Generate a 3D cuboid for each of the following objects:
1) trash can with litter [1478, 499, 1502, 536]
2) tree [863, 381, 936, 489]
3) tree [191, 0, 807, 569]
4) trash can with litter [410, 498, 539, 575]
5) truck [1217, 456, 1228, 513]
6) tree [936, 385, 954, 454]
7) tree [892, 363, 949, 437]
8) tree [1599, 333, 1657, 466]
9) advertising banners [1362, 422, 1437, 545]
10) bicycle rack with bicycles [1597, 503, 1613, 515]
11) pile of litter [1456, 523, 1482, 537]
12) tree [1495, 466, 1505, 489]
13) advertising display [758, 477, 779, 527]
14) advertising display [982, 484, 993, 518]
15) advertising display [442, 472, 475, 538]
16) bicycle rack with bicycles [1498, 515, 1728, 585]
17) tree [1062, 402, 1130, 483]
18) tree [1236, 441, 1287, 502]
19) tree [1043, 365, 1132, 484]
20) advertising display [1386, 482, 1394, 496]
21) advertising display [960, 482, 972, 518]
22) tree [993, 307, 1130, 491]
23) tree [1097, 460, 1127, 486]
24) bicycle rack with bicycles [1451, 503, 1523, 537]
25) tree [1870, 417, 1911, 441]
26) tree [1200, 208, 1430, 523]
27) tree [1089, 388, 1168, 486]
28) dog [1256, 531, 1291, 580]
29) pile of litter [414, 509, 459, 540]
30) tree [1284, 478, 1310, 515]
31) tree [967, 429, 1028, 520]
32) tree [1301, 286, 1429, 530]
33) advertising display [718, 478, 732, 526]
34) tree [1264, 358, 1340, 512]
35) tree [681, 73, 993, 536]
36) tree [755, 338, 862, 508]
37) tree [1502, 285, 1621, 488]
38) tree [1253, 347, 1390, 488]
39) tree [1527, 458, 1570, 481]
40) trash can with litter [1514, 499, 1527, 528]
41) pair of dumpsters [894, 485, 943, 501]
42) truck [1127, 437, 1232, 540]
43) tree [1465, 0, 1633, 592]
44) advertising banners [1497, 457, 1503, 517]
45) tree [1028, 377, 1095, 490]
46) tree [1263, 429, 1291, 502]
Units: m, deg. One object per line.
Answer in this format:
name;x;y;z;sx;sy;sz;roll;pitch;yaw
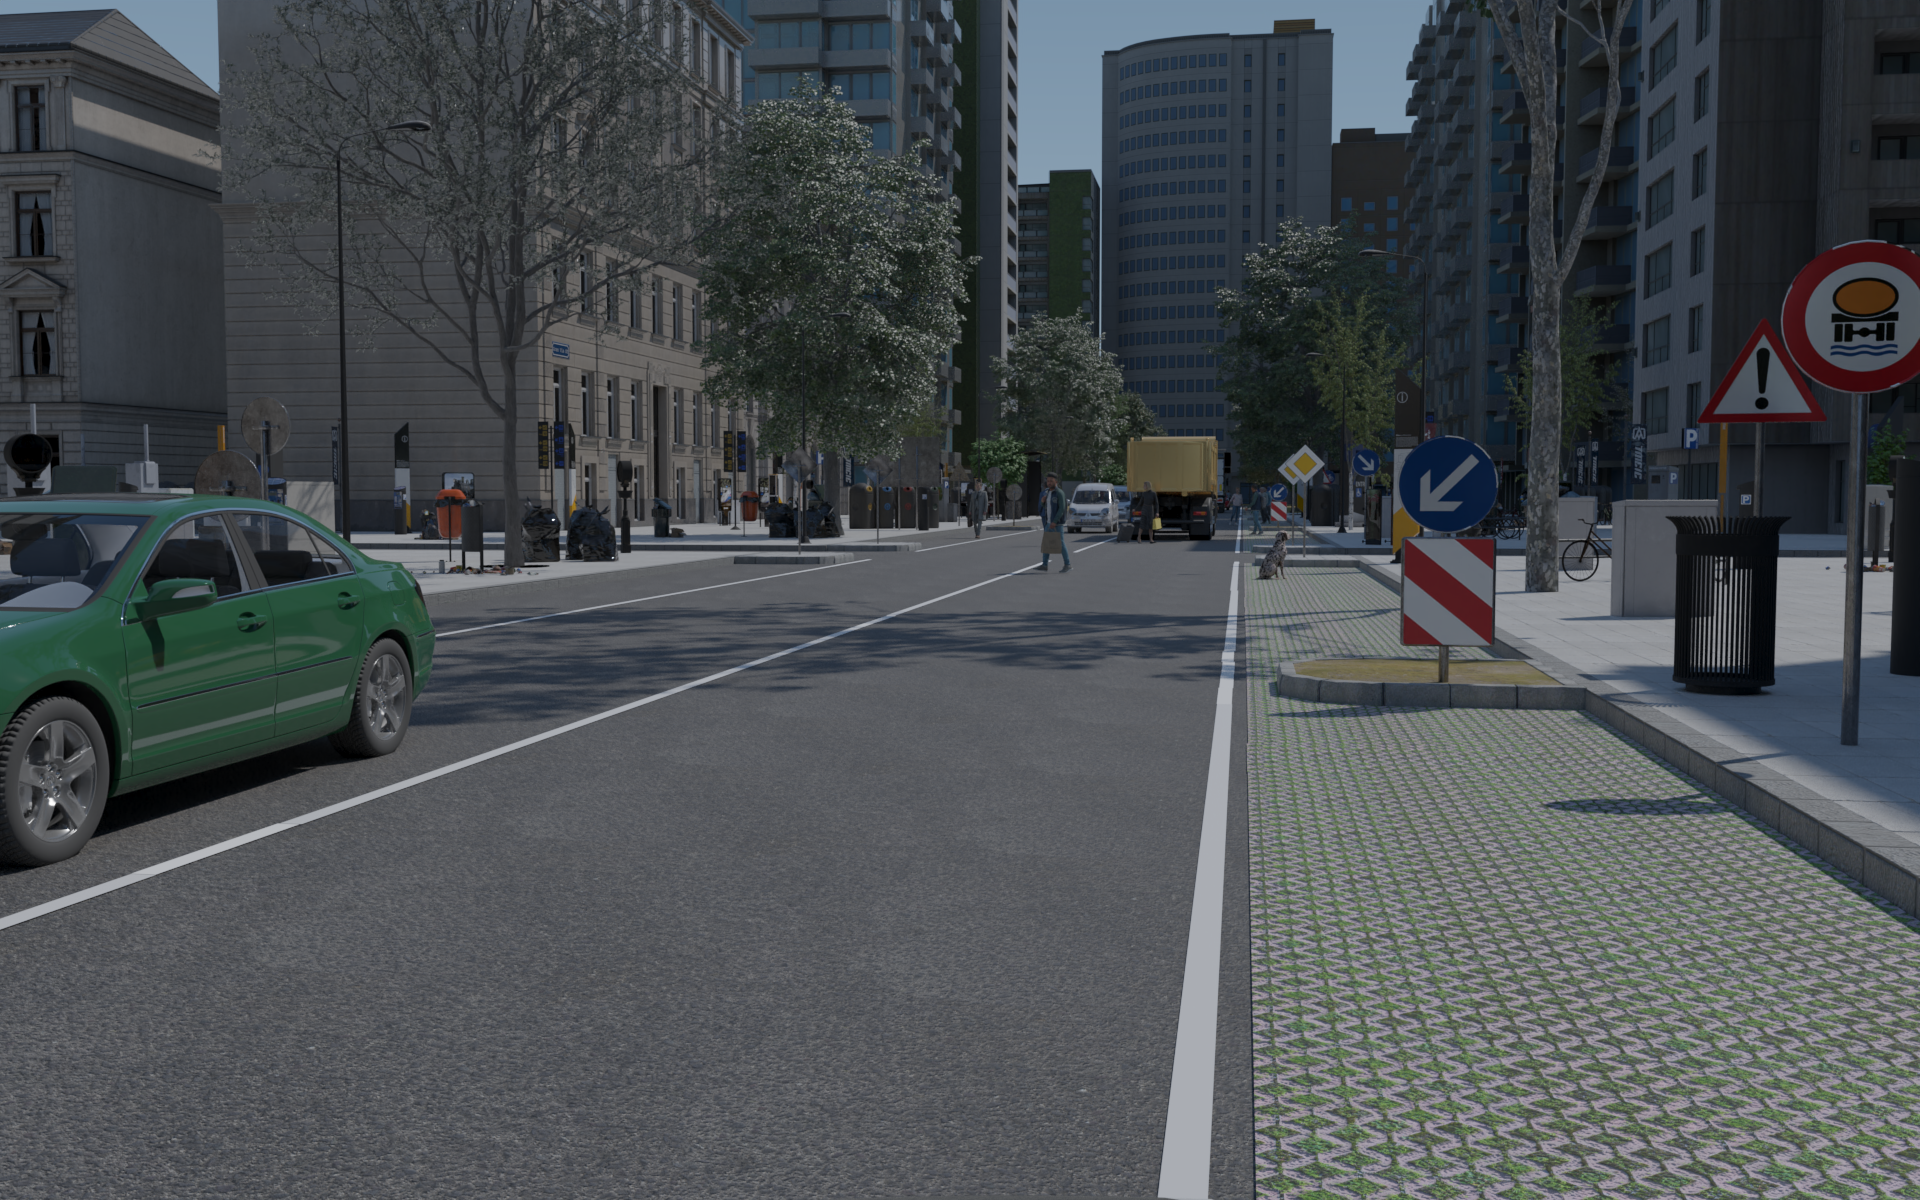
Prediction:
trash can with litter;16.368;-2.584;53.641;0.624;1.170;1.055;2;4;31
tree;-4.263;-8.191;84.278;4.360;8.622;3.978;0;3;0
tree;-7.930;-7.304;29.792;12.009;13.543;11.850;0;3;0
trash can with litter;-7.704;-1.027;27.851;2.233;1.210;1.678;3;5;40
truck;19.249;-8.857;133.722;2.839;4.237;11.283;1;4;9
tree;-2.498;-9.697;108.907;4.360;8.622;3.978;0;3;0
tree;-2.714;-8.725;93.016;4.737;8.622;4.395;0;3;0
tree;30.822;-7.755;77.163;4.360;8.622;3.978;0;3;0
advertising banners;10.925;-2.869;43.088;0.090;3.025;2.074;-3;5;-43
bicycle rack with bicycles;26.881;-3.523;70.988;2.852;0.926;2.925;1;4;18
pile of litter;8.625;-0.993;30.194;1.176;0.858;1.719;1;4;16
tree;30.067;-6.312;97.805;1.663;3.219;1.824;0;3;0
advertising display;-7.436;-3.796;67.279;0.123;1.923;0.974;3;5;42
advertising display;1.452;-5.346;92.628;0.974;1.923;0.123;3;4;37
advertising display;-14.747;-2.798;50.953;0.974;1.923;0.123;-3;5;-41
bicycle rack with bicycles;9.890;-0.703;24.871;2.925;0.926;2.852;-1;4;-21
tree;11.655;-13.256;151.145;7.601;10.594;8.767;2;4;27
tree;34.893;-16.744;190.766;9.611;12.733;9.660;0;3;0
tree;9.863;-12.829;135.502;9.928;11.665;9.643;0;3;0
advertising display;23.936;-5.524;95.527;0.974;1.923;0.123;-2;4;-25
advertising display;0.505;-5.396;93.443;0.974;1.923;0.123;0;4;-1
tree;6.603;-12.891;117.416;9.857;13.997;8.962;0;3;0
tree;14.324;-10.927;162.373;4.285;4.588;4.351;0;3;0
bicycle rack with bicycles;15.243;-2.212;49.543;2.925;0.926;2.852;2;4;34
tree;23.448;-2.997;43.608;1.663;3.219;1.824;0;3;0
tree;15.910;-10.432;77.226;9.857;13.997;8.962;0;3;0
tree;18.324;-16.555;187.678;9.611;12.733;9.660;0;3;0
dog;5.133;-0.745;29.010;0.800;0.831;0.513;1;4;10
pile of litter;-14.788;-2.138;48.916;1.176;0.858;1.719;-2;4;-25
tree;20.661;-6.848;106.568;1.663;3.219;1.824;0;3;0
tree;1.972;-6.336;87.304;4.285;4.588;4.351;0;3;0
tree;14.094;-6.789;61.358;4.737;8.622;4.395;0;3;0
advertising display;-9.495;-3.959;69.943;0.123;1.923;0.974;1;4;20
tree;24.831;-12.265;126.293;9.928;11.665;9.643;0;3;0
tree;-3.932;-8.957;53.107;9.857;13.997;8.962;0;3;0
tree;-7.253;-7.748;77.045;4.360;8.622;3.978;0;3;0
tree;21.496;-6.807;61.650;4.737;8.622;4.395;0;3;0
tree;20.854;-10.212;101.374;8.767;10.594;7.601;1;4;13
tree;25.431;-4.924;75.110;1.663;3.219;1.824;0;3;0
trash can with litter;21.294;-3.288;65.141;1.055;1.170;0.624;-2;4;-31
pair of dumpsters;-1.875;-4.485;75.822;1.574;2.255;4.437;1;4;9
truck;7.157;-3.751;57.259;3.469;3.379;9.791;1;4;10
tree;6.316;-10.135;21.594;12.611;20.169;13.585;0;3;0
advertising banners;25.516;-5.254;82.091;0.090;3.025;2.074;0;4;8
tree;6.333;-9.761;109.948;4.360;8.622;3.978;0;3;0
tree;30.338;-13.096;164.480;4.360;8.622;3.978;0;3;0
